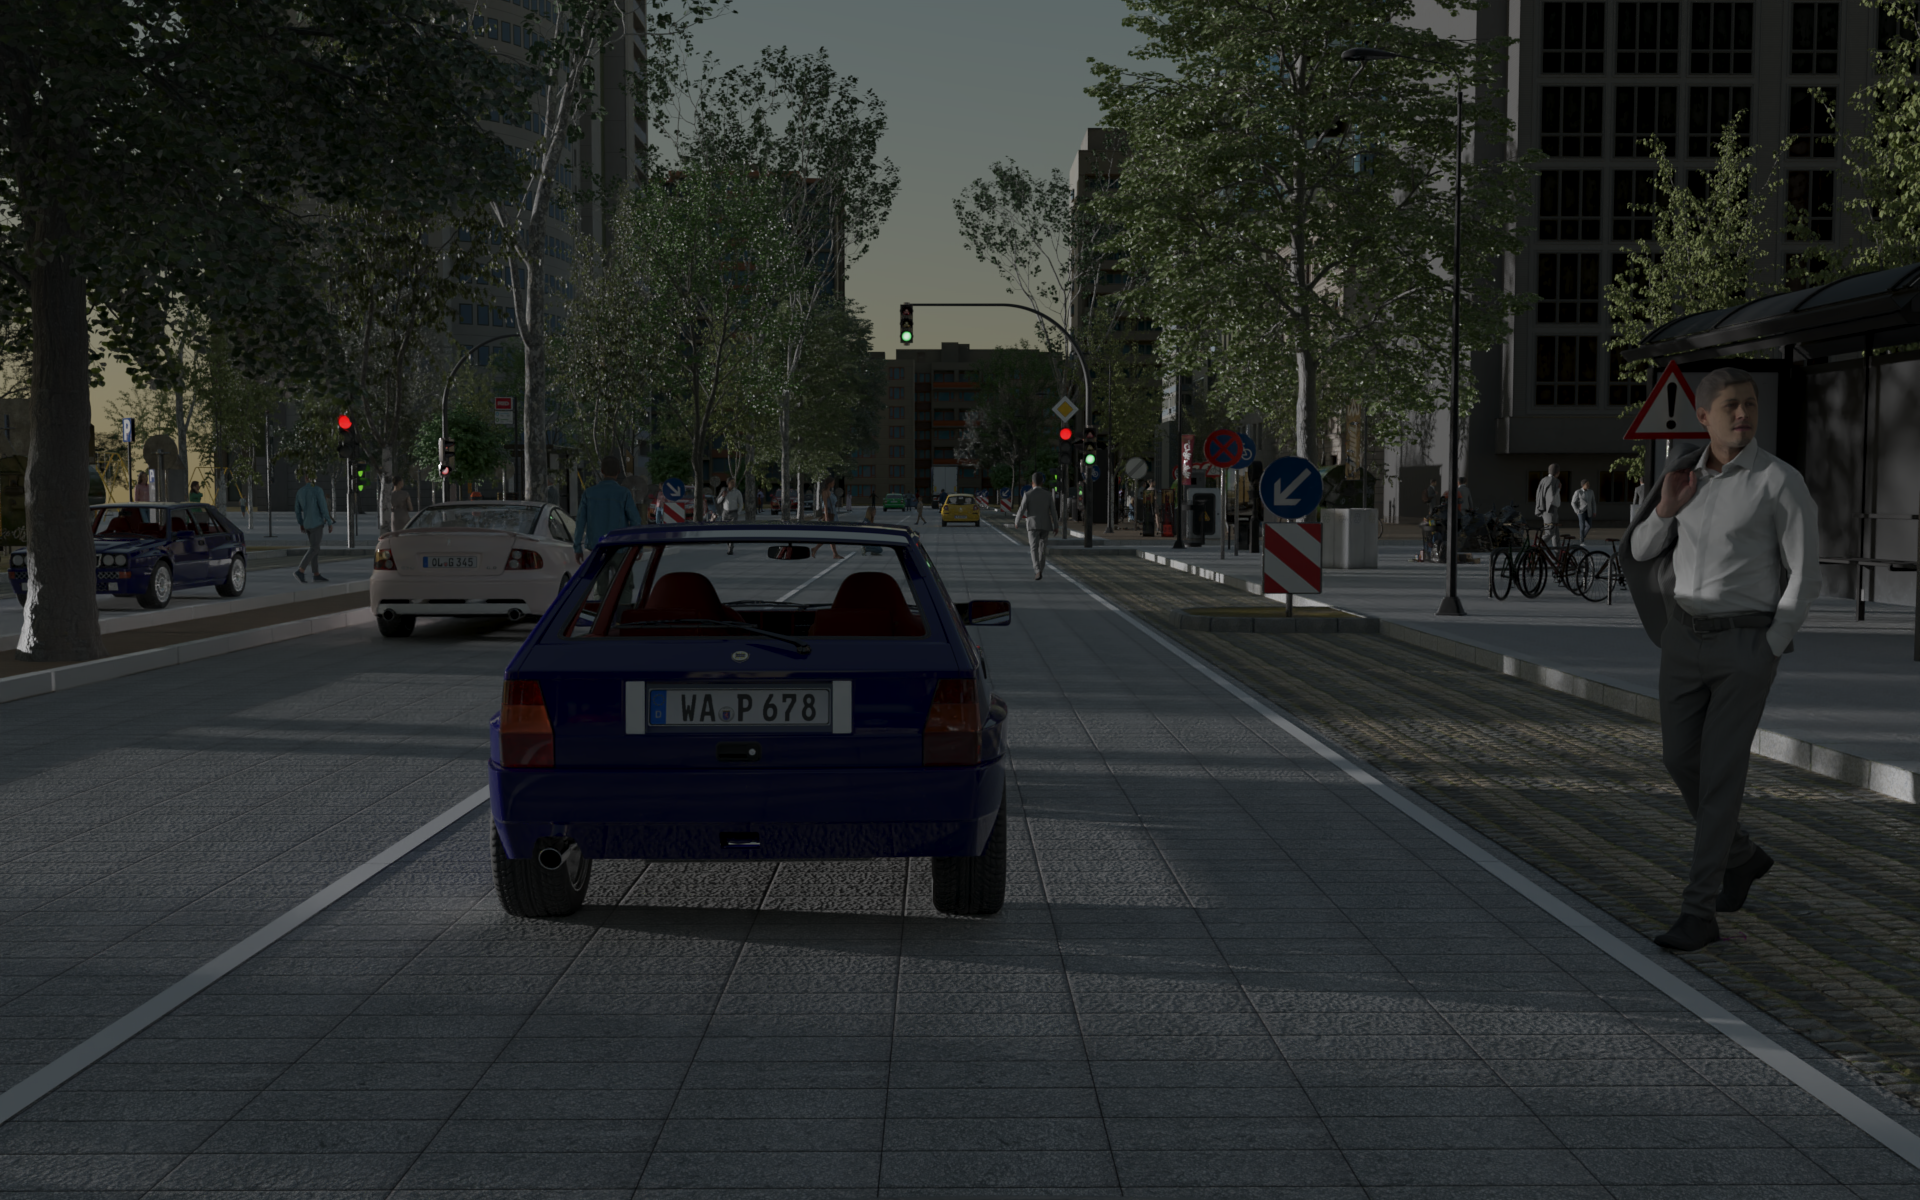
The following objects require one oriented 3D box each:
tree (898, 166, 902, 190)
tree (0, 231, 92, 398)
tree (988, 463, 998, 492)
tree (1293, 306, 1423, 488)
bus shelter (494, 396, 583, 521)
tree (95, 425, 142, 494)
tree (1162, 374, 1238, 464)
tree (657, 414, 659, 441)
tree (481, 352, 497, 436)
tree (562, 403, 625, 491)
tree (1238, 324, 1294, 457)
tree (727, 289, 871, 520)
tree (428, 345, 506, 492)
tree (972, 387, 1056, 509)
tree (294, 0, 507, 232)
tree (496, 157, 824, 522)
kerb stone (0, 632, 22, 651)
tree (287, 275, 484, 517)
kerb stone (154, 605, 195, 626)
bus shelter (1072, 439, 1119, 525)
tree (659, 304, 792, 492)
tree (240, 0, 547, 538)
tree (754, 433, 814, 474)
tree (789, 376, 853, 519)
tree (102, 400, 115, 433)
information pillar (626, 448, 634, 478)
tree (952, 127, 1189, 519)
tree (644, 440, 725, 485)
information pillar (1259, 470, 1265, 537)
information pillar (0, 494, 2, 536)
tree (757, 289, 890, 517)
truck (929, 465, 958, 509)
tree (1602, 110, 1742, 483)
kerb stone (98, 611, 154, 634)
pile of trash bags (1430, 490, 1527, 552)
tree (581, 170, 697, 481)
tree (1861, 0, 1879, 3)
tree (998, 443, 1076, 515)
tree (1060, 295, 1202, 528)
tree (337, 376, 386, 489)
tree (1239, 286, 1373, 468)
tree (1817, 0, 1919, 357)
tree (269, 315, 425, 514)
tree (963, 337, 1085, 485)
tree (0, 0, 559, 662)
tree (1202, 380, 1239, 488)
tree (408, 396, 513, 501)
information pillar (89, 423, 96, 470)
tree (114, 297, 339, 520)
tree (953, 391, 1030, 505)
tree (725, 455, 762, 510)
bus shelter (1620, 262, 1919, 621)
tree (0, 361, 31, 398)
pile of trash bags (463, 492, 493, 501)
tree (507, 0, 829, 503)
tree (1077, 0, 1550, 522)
[{"bbox_3d":[-9.487,-13.704,82.414,12.611,20.169,13.585,0,3,0],"label":"tree"},{"bbox_3d":[-32.338,-7.458,56.357,8.767,10.594,7.601,1,4,9],"label":"tree"},{"bbox_3d":[4.084,-10.722,159.023,4.285,4.588,4.351,0,3,0],"label":"tree"},{"bbox_3d":[15.582,-7.154,67.331,4.360,8.622,3.978,0,3,0],"label":"tree"},{"bbox_3d":[-18.081,-5.892,73.968,2.179,5.291,8.768,0,4,-1],"label":"bus shelter"},{"bbox_3d":[-66.554,-9.394,116.501,20.602,7.101,11.467,-2,4,-29],"label":"tree"},{"bbox_3d":[14.536,-9.320,102.749,4.360,8.622,3.978,0,3,0],"label":"tree"},{"bbox_3d":[-17.945,-10.049,114.669,4.737,8.622,4.395,0,3,0],"label":"tree"},{"bbox_3d":[-25.797,-11.138,107.856,9.928,11.665,9.643,0,3,0],"label":"tree"},{"bbox_3d":[-24.764,-10.263,118.164,4.737,8.622,4.395,0,3,0],"label":"tree"},{"bbox_3d":[14.289,-7.469,72.476,4.360,8.622,3.978,0,3,0],"label":"tree"},{"bbox_3d":[-8.768,-10.620,94.216,7.486,12.596,7.792,0,3,0],"label":"tree"},{"bbox_3d":[-23.837,-8.233,84.967,4.737,8.622,4.395,0,3,0],"label":"tree"},{"bbox_3d":[4.710,-12.913,145.533,7.601,10.594,8.767,0,4,4],"label":"tree"},{"bbox_3d":[-8.594,-10.525,30.423,12.611,20.169,13.585,0,3,0],"label":"tree"},{"bbox_3d":[-7.941,-7.615,52.720,9.928,11.665,9.643,0,3,0],"label":"tree"},{"bbox_3d":[-8.746,0.385,16.126,0.120,0.150,1.000,0,4,-1],"label":"kerb stone"},{"bbox_3d":[-31.403,-11.299,95.108,12.009,13.543,11.850,0,3,0],"label":"tree"},{"bbox_3d":[-8.780,0.184,19.191,0.120,0.150,1.000,0,4,-1],"label":"kerb stone"},{"bbox_3d":[5.856,-5.149,75.475,1.731,3.624,6.357,0,4,0],"label":"bus shelter"},{"bbox_3d":[-7.875,-6.596,60.668,4.737,8.622,4.395,0,3,0],"label":"tree"},{"bbox_3d":[-7.323,-4.235,22.057,4.360,8.622,3.978,0,3,0],"label":"tree"},{"bbox_3d":[-18.696,-15.402,186.233,7.601,10.594,8.767,2,4,33],"label":"tree"},{"bbox_3d":[-8.445,-9.023,100.351,4.360,8.622,3.978,0,3,0],"label":"tree"},{"bbox_3d":[-40.900,-8.426,88.135,4.737,8.622,4.395,0,3,0],"label":"tree"},{"bbox_3d":[-16.889,-5.954,88.696,0.504,3.616,0.183,2,4,34],"label":"information pillar"},{"bbox_3d":[6.731,-14.177,87.682,12.611,20.169,13.585,0,3,0],"label":"tree"},{"bbox_3d":[-17.580,-7.444,105.429,4.285,4.588,4.351,0,3,0],"label":"tree"},{"bbox_3d":[8.930,-2.900,51.906,0.304,2.012,0.304,-2,4,-24],"label":"information pillar"},{"bbox_3d":[-16.736,-2.343,29.657,0.504,3.616,0.183,-2,4,-28],"label":"information pillar"},{"bbox_3d":[-8.751,-12.164,107.996,9.857,13.997,8.962,0,3,0],"label":"tree"},{"bbox_3d":[-1.585,-11.075,169.995,2.839,4.237,11.283,0,4,-2],"label":"truck"},{"bbox_3d":[14.534,-5.125,34.161,4.737,8.622,4.395,0,3,0],"label":"tree"},{"bbox_3d":[-8.769,0.246,18.169,0.120,0.150,1.000,0,4,-1],"label":"kerb stone"},{"bbox_3d":[11.680,-1.827,39.618,1.912,1.369,3.447,0,4,-3],"label":"pile of trash bags"},{"bbox_3d":[-8.061,-5.292,39.350,4.360,8.622,3.978,0,3,0],"label":"tree"},{"bbox_3d":[12.361,-4.263,20.068,4.737,8.622,4.395,0,3,0],"label":"tree"},{"bbox_3d":[5.550,-7.585,107.725,4.285,4.588,4.351,0,3,0],"label":"tree"},{"bbox_3d":[5.932,-6.998,64.772,4.737,8.622,4.395,0,3,0],"label":"tree"},{"bbox_3d":[-30.603,-8.231,84.933,4.737,8.622,4.395,0,3,0],"label":"tree"},{"bbox_3d":[12.275,-6.736,60.500,4.737,8.622,4.395,0,3,0],"label":"tree"},{"bbox_3d":[15.449,-4.744,27.927,4.737,8.622,4.395,0,3,0],"label":"tree"},{"bbox_3d":[-38.342,-11.782,109.647,9.611,12.733,9.660,0,3,0],"label":"tree"},{"bbox_3d":[4.361,-11.656,116.331,9.928,11.665,9.643,0,3,0],"label":"tree"},{"bbox_3d":[-7.815,-6.458,14.695,9.857,13.997,8.962,0,3,0],"label":"tree"},{"bbox_3d":[15.746,-9.626,107.746,4.737,8.622,4.395,0,3,0],"label":"tree"},{"bbox_3d":[-16.831,-4.548,58.074,4.285,4.588,4.351,0,3,0],"label":"tree"},{"bbox_3d":[-24.700,-3.523,48.949,0.504,3.616,0.183,-1,4,-22],"label":"information pillar"},{"bbox_3d":[-23.679,-6.464,56.052,4.737,8.622,4.395,0,3,0],"label":"tree"},{"bbox_3d":[4.462,-17.762,200.780,12.009,13.543,11.850,0,3,0],"label":"tree"},{"bbox_3d":[-17.901,-9.784,143.684,4.285,4.588,4.351,0,3,0],"label":"tree"},{"bbox_3d":[8.395,-1.389,16.638,2.014,3.302,5.546,0,4,0],"label":"bus shelter"},{"bbox_3d":[-43.824,-7.823,78.265,4.737,8.622,4.395,0,3,0],"label":"tree"},{"bbox_3d":[-18.424,-3.454,66.217,1.912,1.369,3.447,-1,4,-15],"label":"pile of trash bags"},{"bbox_3d":[-9.552,-12.888,69.058,12.611,20.169,13.585,0,3,0],"label":"tree"},{"bbox_3d":[5.305,-6.729,28.146,7.486,12.596,7.792,0,3,0],"label":"tree"}]
